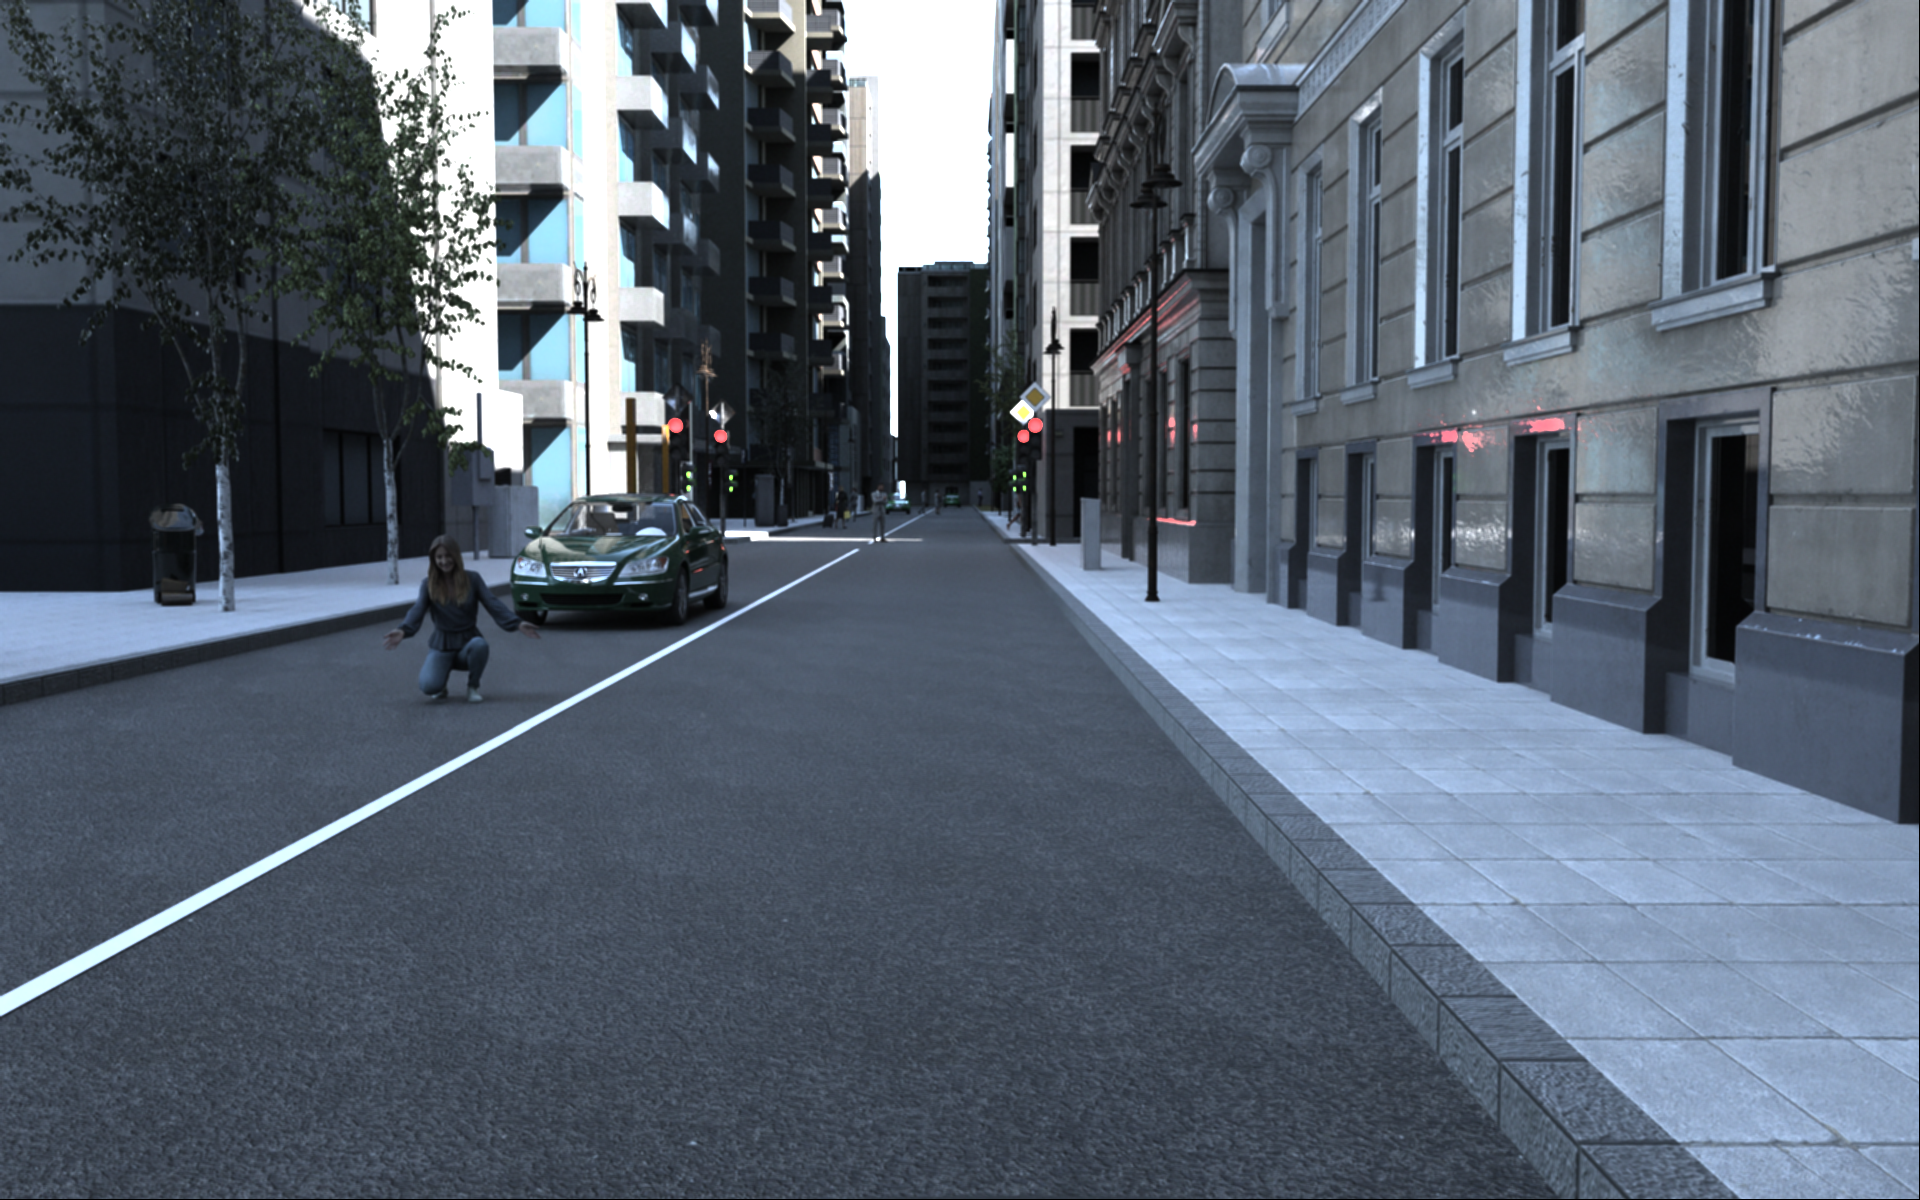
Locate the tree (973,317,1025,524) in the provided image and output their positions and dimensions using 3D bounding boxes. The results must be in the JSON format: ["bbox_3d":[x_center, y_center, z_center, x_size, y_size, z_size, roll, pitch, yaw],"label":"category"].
[{"bbox_3d":[2.768,-7.509,73.142,4.737,8.622,4.395,0,3,0],"label":"tree"}]

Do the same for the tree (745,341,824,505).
[{"bbox_3d":[-8.638,-8.175,84.015,4.360,8.622,3.978,0,3,0],"label":"tree"}]

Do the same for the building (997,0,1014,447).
[{"bbox_3d":[16.102,-31.964,111.844,28.713,52.752,27.495,0,3,0],"label":"building"}]

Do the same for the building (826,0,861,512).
[{"bbox_3d":[-19.025,-50.609,140.132,22.319,86.520,31.000,0,3,0],"label":"building"}]

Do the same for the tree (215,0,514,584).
[{"bbox_3d":[-8.073,-4.513,24.155,4.737,8.622,4.395,0,3,0],"label":"tree"}]

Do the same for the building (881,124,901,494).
[{"bbox_3d":[-21.913,-38.801,223.631,27.495,52.752,28.713,0,3,0],"label":"building"}]

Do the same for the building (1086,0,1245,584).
[{"bbox_3d":[7.992,-10.314,33.267,10.561,19.102,19.286,0,3,0],"label":"building"}]

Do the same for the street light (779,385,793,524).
[{"bbox_3d":[-7.378,-6.163,73.546,0.468,5.910,1.993,0,3,0],"label":"street light"}]

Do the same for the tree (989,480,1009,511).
[{"bbox_3d":[3.247,-8.282,130.018,1.663,3.219,1.824,0,3,0],"label":"tree"}]

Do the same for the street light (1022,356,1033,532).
[{"bbox_3d":[2.304,-5.226,58.231,0.468,5.910,1.993,0,3,0],"label":"street light"}]

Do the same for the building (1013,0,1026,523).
[{"bbox_3d":[9.547,-24.419,82.851,14.154,41.232,14.086,0,3,0],"label":"building"}]

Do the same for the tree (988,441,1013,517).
[{"bbox_3d":[3.250,-6.924,96.919,4.285,4.588,4.351,0,3,0],"label":"tree"}]

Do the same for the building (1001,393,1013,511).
[{"bbox_3d":[10.289,-22.407,138.057,14.160,30.474,14.107,0,3,0],"label":"building"}]

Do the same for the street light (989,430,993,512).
[{"bbox_3d":[2.343,-9.343,125.546,0.468,5.910,1.993,0,3,0],"label":"street light"}]

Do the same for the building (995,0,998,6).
[{"bbox_3d":[9.899,-30.680,151.732,14.600,45.320,14.200,0,3,0],"label":"building"}]

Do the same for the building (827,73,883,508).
[{"bbox_3d":[-14.689,-29.389,164.110,14.154,41.232,14.086,0,3,0],"label":"building"}]

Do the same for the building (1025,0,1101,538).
[{"bbox_3d":[12.791,-37.908,58.053,20.611,71.187,20.563,0,3,0],"label":"building"}]

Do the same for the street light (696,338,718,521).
[{"bbox_3d":[-7.512,-4.812,51.460,0.468,5.910,1.993,0,3,0],"label":"street light"}]

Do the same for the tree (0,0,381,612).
[{"bbox_3d":[-8.203,-4.170,18.550,4.360,8.622,3.978,0,3,0],"label":"tree"}]

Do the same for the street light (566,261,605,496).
[{"bbox_3d":[-7.449,-3.781,34.600,0.468,5.910,1.993,0,3,0],"label":"street light"}]

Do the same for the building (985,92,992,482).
[{"bbox_3d":[13.889,-32.586,187.411,22.147,44.769,28.867,0,3,0],"label":"building"}]

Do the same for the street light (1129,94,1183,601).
[{"bbox_3d":[2.306,-2.923,20.585,0.468,5.910,1.993,0,3,0],"label":"street light"}]

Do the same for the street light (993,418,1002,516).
[{"bbox_3d":[2.382,-7.992,103.460,0.468,5.910,1.993,0,3,0],"label":"street light"}]

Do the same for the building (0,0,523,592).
[{"bbox_3d":[-21.157,-36.238,30.749,20.611,71.187,20.563,0,3,0],"label":"building"}]

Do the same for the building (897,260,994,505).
[{"bbox_3d":[-0.905,-27.242,217.102,14.107,30.474,14.160,0,3,0],"label":"building"}]

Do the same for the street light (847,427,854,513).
[{"bbox_3d":[-7.413,-8.869,117.790,0.468,5.910,1.993,0,3,0],"label":"street light"}]

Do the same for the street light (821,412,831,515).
[{"bbox_3d":[-7.400,-7.518,95.704,0.468,5.910,1.993,0,3,0],"label":"street light"}]

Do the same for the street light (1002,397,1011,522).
[{"bbox_3d":[2.323,-6.598,80.664,0.468,5.910,1.993,0,3,0],"label":"street light"}]

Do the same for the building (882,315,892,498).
[{"bbox_3d":[-22.446,-21.006,188.493,28.899,21.520,27.650,0,3,0],"label":"building"}]

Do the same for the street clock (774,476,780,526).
[{"bbox_3d":[-7.554,-4.023,70.352,0.471,2.002,0.358,1,4,17],"label":"street clock"}]

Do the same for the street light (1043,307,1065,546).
[{"bbox_3d":[2.309,-4.286,42.872,0.468,5.910,1.993,0,3,0],"label":"street light"}]

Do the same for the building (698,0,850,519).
[{"bbox_3d":[-18.145,-27.392,102.482,22.147,44.769,28.867,0,3,0],"label":"building"}]

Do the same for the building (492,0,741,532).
[{"bbox_3d":[-21.319,-27.227,64.763,23.786,49.044,30.456,0,3,0],"label":"building"}]

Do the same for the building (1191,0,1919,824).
[{"bbox_3d":[9.874,-13.883,12.893,13.634,28.700,20.117,0,3,0],"label":"building"}]
